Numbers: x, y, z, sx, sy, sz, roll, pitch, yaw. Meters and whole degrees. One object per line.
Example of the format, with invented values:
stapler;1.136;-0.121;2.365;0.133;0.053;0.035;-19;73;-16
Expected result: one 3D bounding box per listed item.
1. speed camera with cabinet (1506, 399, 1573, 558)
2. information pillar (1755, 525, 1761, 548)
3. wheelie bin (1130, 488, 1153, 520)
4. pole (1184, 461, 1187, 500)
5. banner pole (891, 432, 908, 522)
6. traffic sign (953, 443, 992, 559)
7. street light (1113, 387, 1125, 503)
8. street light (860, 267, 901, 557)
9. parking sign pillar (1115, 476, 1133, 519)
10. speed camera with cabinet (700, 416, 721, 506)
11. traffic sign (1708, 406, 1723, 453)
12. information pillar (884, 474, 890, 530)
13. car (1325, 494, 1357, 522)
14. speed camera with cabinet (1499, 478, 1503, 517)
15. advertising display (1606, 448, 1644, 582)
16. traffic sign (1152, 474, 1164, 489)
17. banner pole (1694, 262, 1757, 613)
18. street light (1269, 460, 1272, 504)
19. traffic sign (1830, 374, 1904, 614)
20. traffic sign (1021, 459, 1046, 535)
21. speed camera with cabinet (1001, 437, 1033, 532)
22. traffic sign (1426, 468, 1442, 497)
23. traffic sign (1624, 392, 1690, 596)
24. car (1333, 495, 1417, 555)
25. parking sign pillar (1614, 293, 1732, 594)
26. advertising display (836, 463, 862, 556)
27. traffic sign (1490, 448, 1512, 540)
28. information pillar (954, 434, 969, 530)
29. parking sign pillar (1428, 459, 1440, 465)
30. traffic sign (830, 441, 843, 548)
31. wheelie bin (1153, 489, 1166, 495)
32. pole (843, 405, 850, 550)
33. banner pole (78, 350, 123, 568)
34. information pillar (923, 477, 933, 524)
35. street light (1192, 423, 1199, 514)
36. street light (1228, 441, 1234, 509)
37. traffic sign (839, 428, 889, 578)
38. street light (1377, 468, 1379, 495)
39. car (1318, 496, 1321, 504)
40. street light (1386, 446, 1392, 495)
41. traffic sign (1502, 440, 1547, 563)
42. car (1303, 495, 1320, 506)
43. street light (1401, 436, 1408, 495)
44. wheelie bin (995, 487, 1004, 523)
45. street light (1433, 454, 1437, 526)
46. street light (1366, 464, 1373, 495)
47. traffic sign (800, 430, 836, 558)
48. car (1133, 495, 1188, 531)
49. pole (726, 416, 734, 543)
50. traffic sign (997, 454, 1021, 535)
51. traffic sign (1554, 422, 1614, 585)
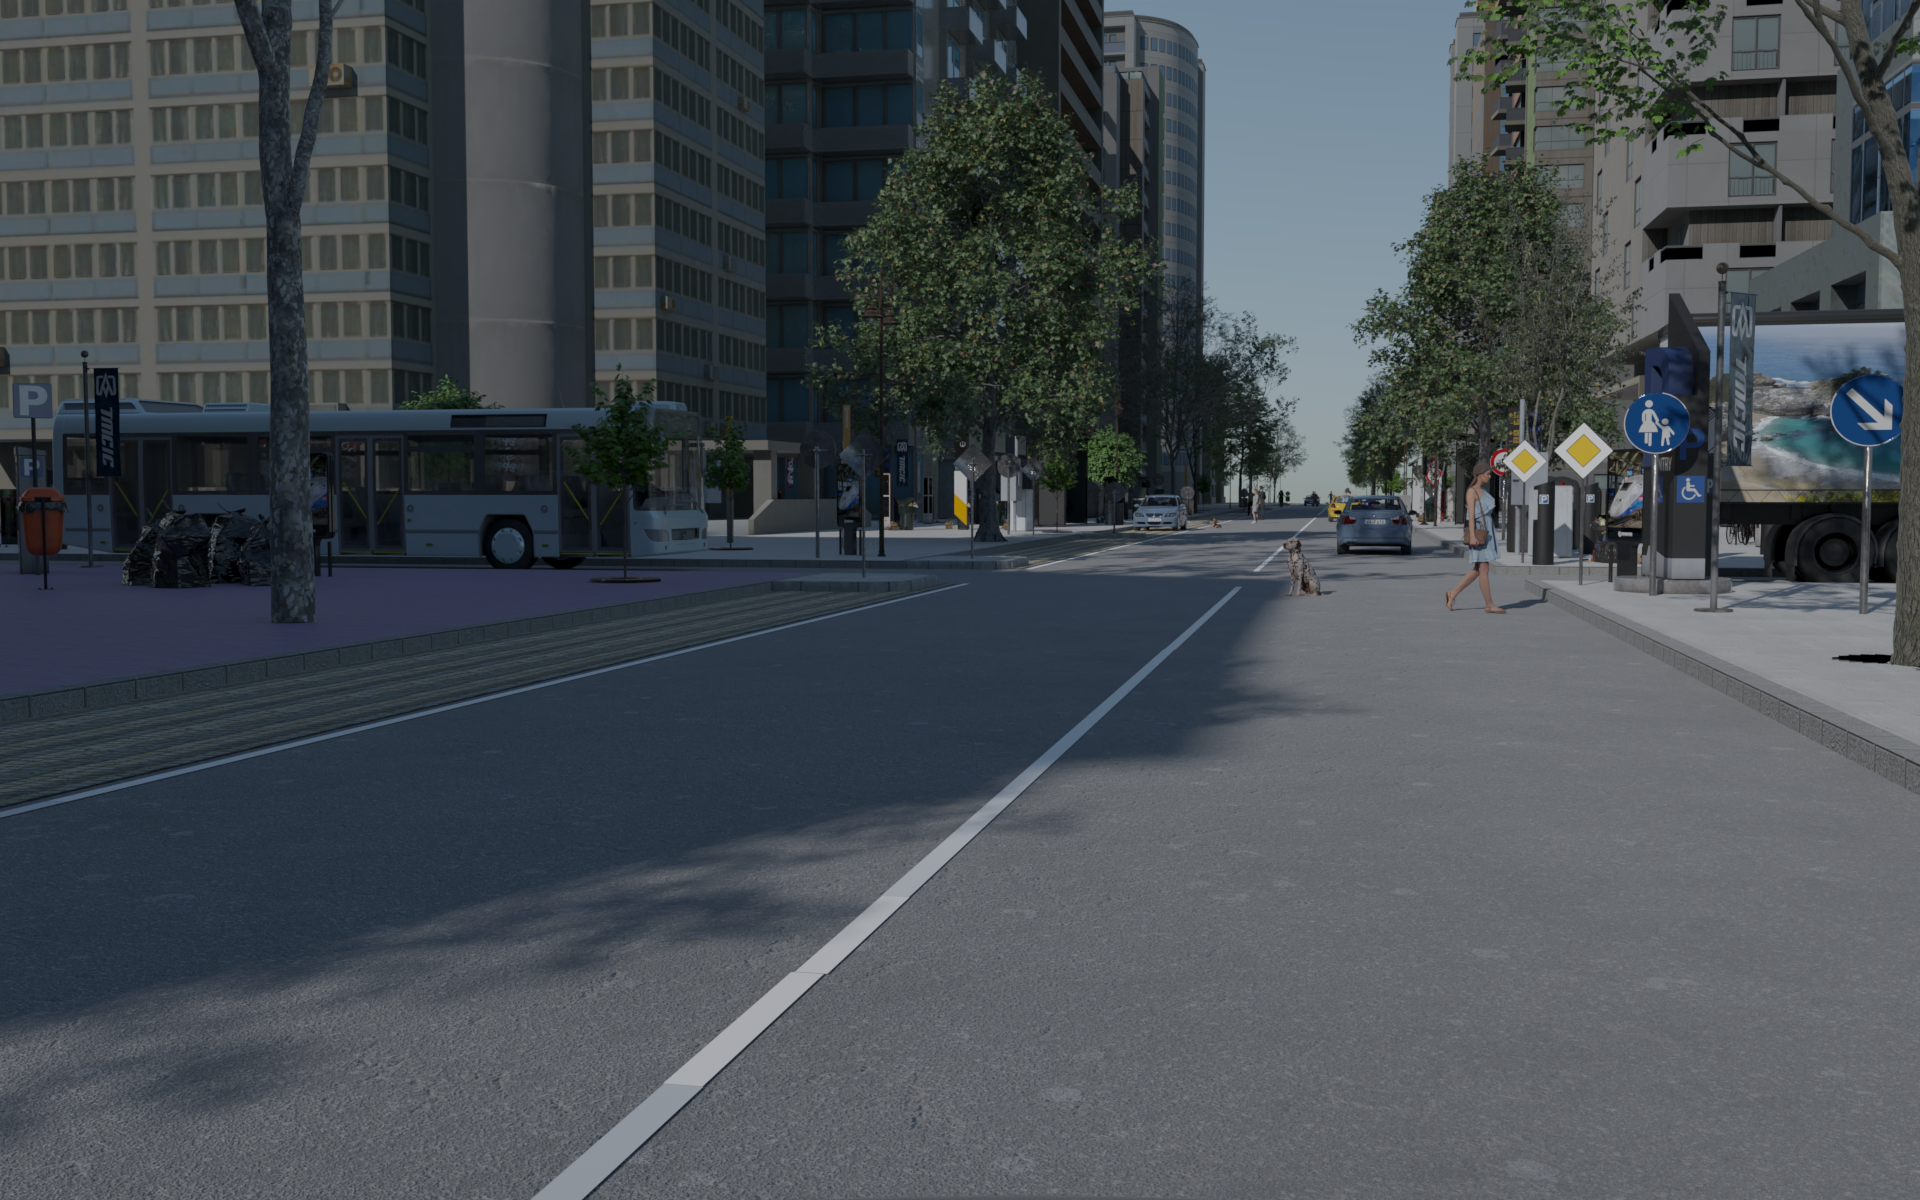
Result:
speed camera with cabinet;11.939;-2.520;35.533;0.660;3.252;2.038;0;4;-2
information pillar;19.320;-2.269;41.588;0.304;2.012;0.304;0;4;7
wheelie bin;8.803;-4.716;85.007;0.980;1.594;0.693;1;4;20
pole;14.031;-6.956;107.580;0.158;3.312;0.155;0;3;0
banner pole;-2.470;-4.858;69.446;0.863;3.779;0.401;0;4;-4
traffic sign;0.246;-1.878;34.348;0.795;2.450;0.064;1;4;12
street light;6.539;-6.068;71.994;0.468;5.910;1.993;1;4;12
street light;-1.607;-3.828;35.380;0.468;5.910;1.993;1;4;12
parking sign pillar;8.501;-6.214;90.064;1.447;3.967;1.447;2;4;29
speed camera with cabinet;-6.750;-2.999;43.376;0.660;3.252;2.038;2;4;24
traffic sign;10.134;-1.462;24.007;0.768;2.556;0.104;1;4;20
information pillar;-2.650;-3.516;61.973;0.304;2.012;0.304;0;4;-3
car;19.979;-4.867;89.801;2.015;1.641;3.980;1;4;11
speed camera with cabinet;30.572;-6.228;96.169;0.660;3.252;2.038;0;4;-3
advertising display;9.530;-1.192;24.699;0.123;1.923;0.974;-1;4;-10
traffic sign;12.372;-6.610;108.180;0.768;2.556;0.104;1;4;19
banner pole;8.428;-1.769;18.936;0.863;3.779;0.401;-2;4;-33
street light;40.737;-15.567;227.304;0.468;5.910;1.993;1;4;12
traffic sign;9.654;-1.121;18.434;0.768;2.556;0.104;1;4;21
traffic sign;2.295;-3.231;54.017;0.795;2.450;0.064;1;4;14
speed camera with cabinet;1.960;-3.968;59.210;0.660;3.252;2.038;1;4;19
traffic sign;22.672;-5.065;82.917;0.768;2.556;0.104;1;4;16
traffic sign;8.732;-1.325;21.768;0.768;2.556;0.104;1;4;20
car;10.128;-1.852;42.283;2.014;1.417;4.499;1;4;14
parking sign pillar;9.389;-2.095;22.719;1.447;3.967;1.447;0;4;5
advertising display;-2.302;-1.905;36.356;0.123;1.923;0.974;-2;4;-33
traffic sign;15.155;-2.945;48.257;0.768;2.556;0.104;1;4;17
information pillar;0.046;-4.317;61.930;0.504;3.616;0.183;1;4;23
parking sign pillar;27.874;-6.958;102.240;1.447;3.967;1.447;0;4;-5
traffic sign;-2.786;-2.528;41.438;0.768;2.556;0.104;1;4;17
wheelie bin;12.384;-6.099;107.619;0.980;1.594;0.693;2;4;29
pole;-2.598;-2.807;39.733;0.158;3.312;0.155;0;3;0
banner pole;-15.022;-2.461;30.249;0.863;3.779;0.401;0;4;8
information pillar;-1.373;-4.238;73.785;0.304;2.012;0.304;2;4;35
street light;14.964;-8.413;110.334;0.468;5.910;1.993;1;4;12
street light;22.913;-10.639;146.737;0.468;5.910;1.993;1;4;12
traffic sign;-1.473;-1.401;26.550;0.795;2.450;0.064;1;4;12
street light;43.398;-12.661;179.789;0.468;5.910;1.993;1;4;12
car;49.287;-13.986;241.257;1.945;1.354;3.894;1;4;12
street light;35.505;-10.433;143.373;0.468;5.910;1.993;1;4;12
traffic sign;10.442;-1.740;32.089;0.795;2.450;0.064;1;4;12
car;42.445;-12.019;209.088;1.945;1.354;3.894;1;4;13
street light;27.460;-8.208;106.990;0.468;5.910;1.993;1;4;12
wheelie bin;1.492;-4.097;74.895;0.693;1.594;0.980;-2;4;-29
street light;18.849;-5.855;68.517;0.468;5.910;1.993;1;4;12
street light;53.247;-15.381;224.260;0.468;5.910;1.993;1;4;12
traffic sign;-2.860;-2.116;34.706;0.768;2.556;0.104;1;4;15
car;7.940;-3.444;68.319;2.014;1.417;4.499;1;4;14
pole;-6.025;-3.149;45.337;0.158;3.312;0.155;0;3;0
traffic sign;1.529;-3.326;54.493;0.768;2.556;0.104;1;4;17
traffic sign;8.723;-1.263;24.290;0.795;2.450;0.064;1;4;12
